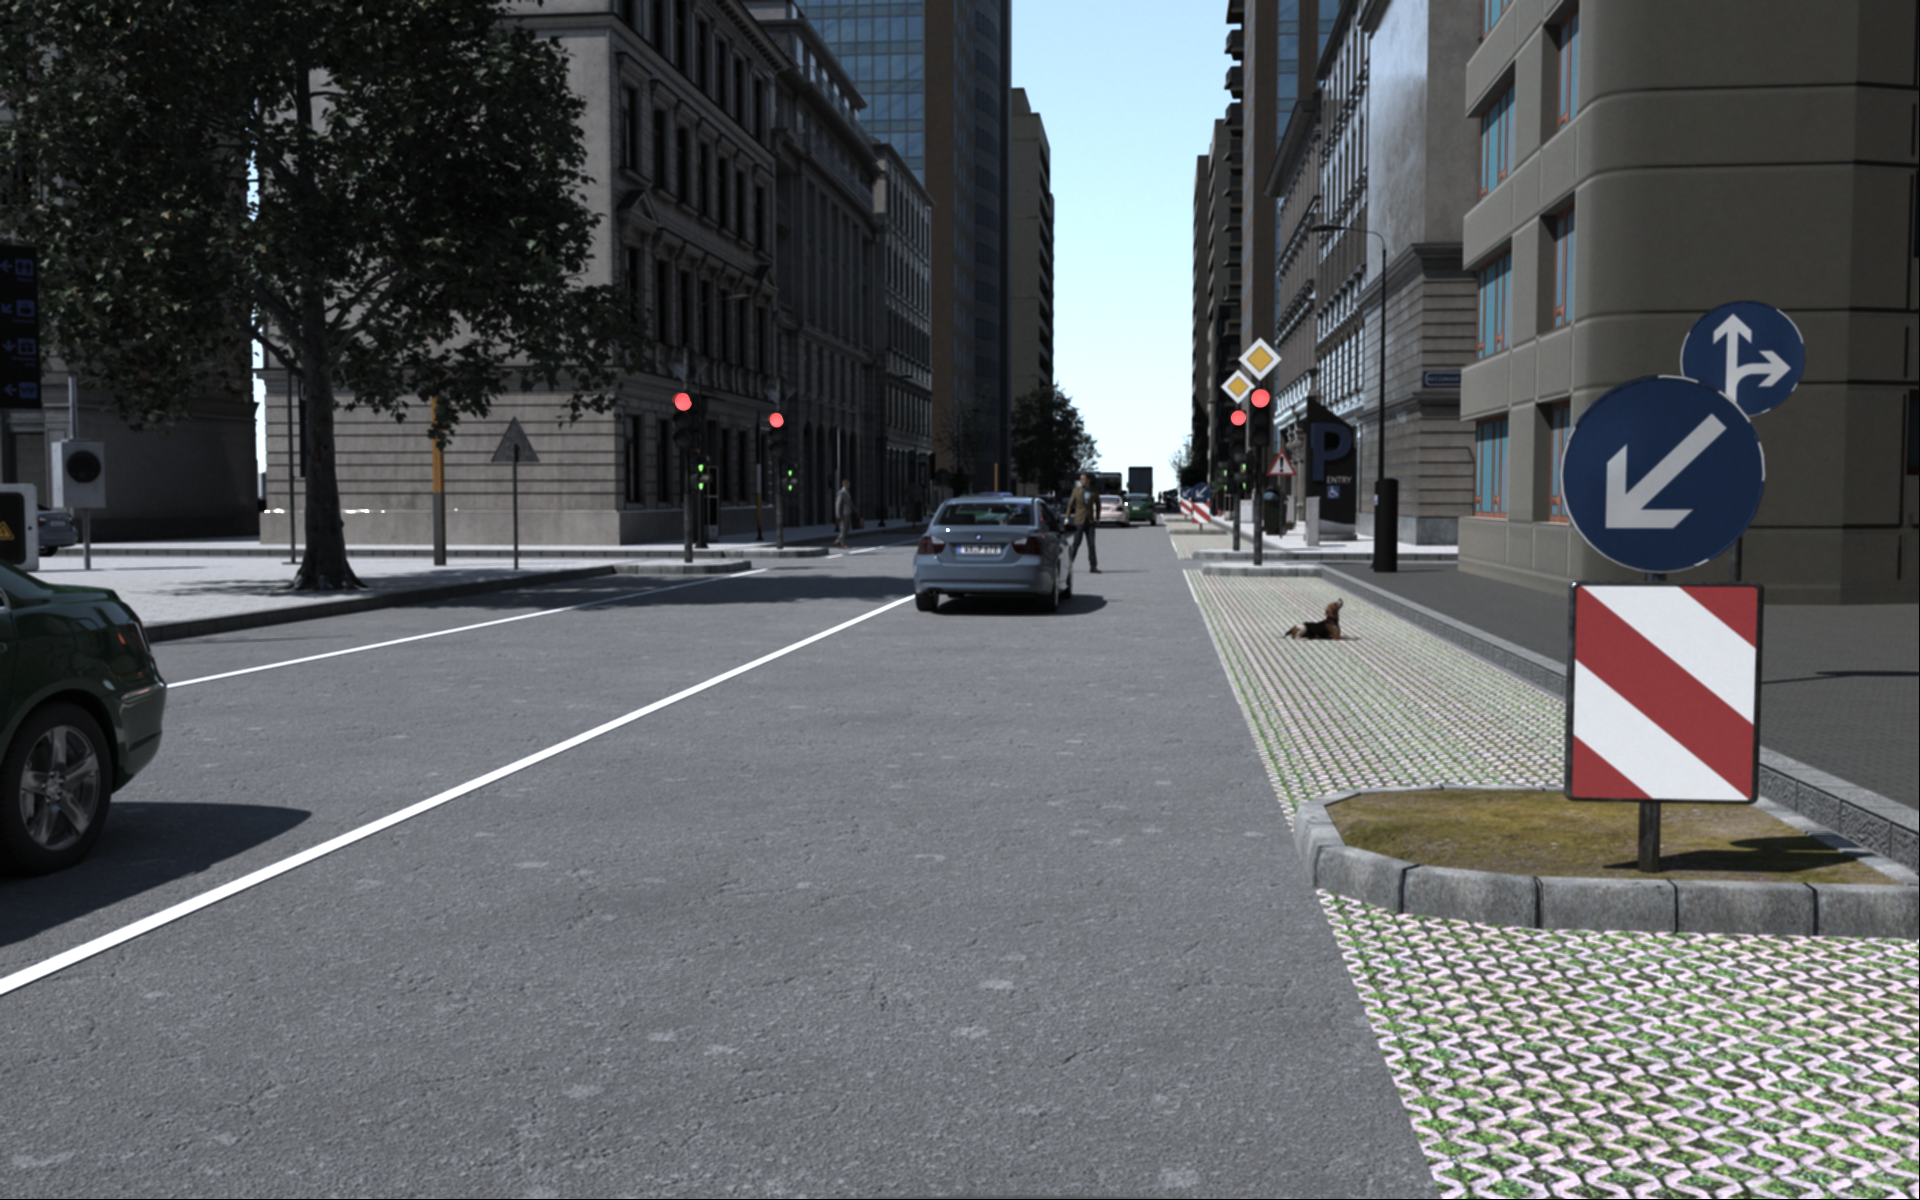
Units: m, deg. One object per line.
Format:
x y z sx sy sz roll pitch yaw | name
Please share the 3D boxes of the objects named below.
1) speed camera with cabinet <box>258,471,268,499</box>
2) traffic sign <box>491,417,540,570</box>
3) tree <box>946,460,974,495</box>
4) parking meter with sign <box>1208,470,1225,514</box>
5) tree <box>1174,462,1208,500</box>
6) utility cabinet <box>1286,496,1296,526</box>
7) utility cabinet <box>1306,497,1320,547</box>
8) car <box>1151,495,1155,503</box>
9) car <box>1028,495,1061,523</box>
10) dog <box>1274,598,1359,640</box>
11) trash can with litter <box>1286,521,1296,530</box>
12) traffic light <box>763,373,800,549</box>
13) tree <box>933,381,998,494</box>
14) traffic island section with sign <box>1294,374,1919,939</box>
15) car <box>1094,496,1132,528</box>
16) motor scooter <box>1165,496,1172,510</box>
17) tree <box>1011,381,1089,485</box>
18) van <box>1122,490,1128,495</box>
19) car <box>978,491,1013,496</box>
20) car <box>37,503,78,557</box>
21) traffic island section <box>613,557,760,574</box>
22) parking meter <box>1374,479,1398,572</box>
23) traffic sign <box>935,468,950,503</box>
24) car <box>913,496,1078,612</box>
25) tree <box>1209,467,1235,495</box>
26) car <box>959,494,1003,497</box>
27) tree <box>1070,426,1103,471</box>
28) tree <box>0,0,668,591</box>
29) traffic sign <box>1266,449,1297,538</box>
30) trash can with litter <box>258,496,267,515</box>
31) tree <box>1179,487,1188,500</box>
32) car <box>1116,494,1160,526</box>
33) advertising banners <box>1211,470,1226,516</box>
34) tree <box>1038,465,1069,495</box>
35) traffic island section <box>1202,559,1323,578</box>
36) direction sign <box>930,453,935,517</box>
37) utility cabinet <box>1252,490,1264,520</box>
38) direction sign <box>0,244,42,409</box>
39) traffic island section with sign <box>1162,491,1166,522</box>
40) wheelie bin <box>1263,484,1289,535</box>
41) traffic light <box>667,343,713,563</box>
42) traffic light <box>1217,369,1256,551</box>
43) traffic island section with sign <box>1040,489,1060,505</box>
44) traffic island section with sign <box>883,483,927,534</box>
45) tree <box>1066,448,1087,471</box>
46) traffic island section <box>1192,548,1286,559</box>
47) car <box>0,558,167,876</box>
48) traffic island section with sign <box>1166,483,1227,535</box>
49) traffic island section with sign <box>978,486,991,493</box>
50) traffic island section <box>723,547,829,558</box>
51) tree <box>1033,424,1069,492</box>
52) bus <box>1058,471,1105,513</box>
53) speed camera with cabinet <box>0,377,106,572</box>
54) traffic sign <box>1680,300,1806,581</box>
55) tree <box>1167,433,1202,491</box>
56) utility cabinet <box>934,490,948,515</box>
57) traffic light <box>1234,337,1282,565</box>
-27.810 -4.714 71.402 2.038 3.252 0.660 -3 4 -38 | speed camera with cabinet
-7.487 -1.782 29.147 0.884 2.594 0.081 1 4 12 | traffic sign
0.047 -6.377 98.861 1.663 3.219 1.824 0 3 0 | tree
16.581 -7.057 111.643 0.543 3.016 1.738 -2 4 -24 | parking meter with sign
23.312 -11.690 174.842 4.285 4.588 4.351 0 3 0 | tree
13.214 -3.648 70.803 1.020 1.237 0.306 2 4 24 | utility cabinet
8.658 -1.921 42.568 0.306 1.237 1.020 1 4 9 | utility cabinet
28.084 -14.992 257.691 1.945 1.354 3.894 0 4 7 | car
3.958 -4.453 84.812 2.014 1.417 4.499 0 4 8 | car
3.507 0.192 17.059 0.550 0.427 0.748 -3 5 -40 | dog
11.435 -3.091 61.933 1.055 1.170 0.624 0 4 -7 | trash can with litter
-4.169 -3.134 40.167 0.839 4.253 0.868 0 4 6 | traffic light
0.573 -9.724 109.347 4.360 8.622 3.978 0 3 0 | tree
2.319 0.126 6.567 1.989 1.847 2.006 0 4 6 | traffic island section with sign
6.319 -3.806 74.597 2.083 1.381 4.827 0 4 8 | car
17.967 -8.327 148.930 0.815 1.314 1.986 1 4 8 | motor scooter
9.422 -17.458 192.095 9.857 13.997 8.962 0 3 0 | tree
24.757 -15.956 265.262 2.240 2.365 5.245 0 4 7 | van
1.101 -2.804 55.439 1.945 1.707 3.694 0 4 4 | car
-22.050 -1.622 38.524 4.499 1.417 2.014 0 4 7 | car
-5.090 -0.617 32.370 2.009 0.180 2.903 0 4 6 | traffic island section
7.002 -1.227 28.466 0.372 1.533 0.369 0 3 0 | parking meter
-0.862 -5.239 85.765 0.768 2.556 0.104 1 4 13 | traffic sign
0.492 -0.637 22.419 2.014 1.417 4.499 0 4 7 | car
16.673 -7.000 109.043 1.663 3.219 1.824 0 3 0 | tree
0.587 -2.206 47.863 2.131 1.459 4.920 0 4 5 | car
17.957 -20.850 266.656 9.928 11.665 9.643 0 3 0 | tree
-8.724 -6.487 23.078 9.611 12.733 9.660 0 3 0 | tree
9.279 -3.058 50.008 0.884 2.594 0.081 1 4 12 | traffic sign
-22.764 -2.849 57.639 1.678 1.210 2.233 1 4 21 | trash can with litter
32.983 -15.725 251.699 1.663 3.219 1.824 0 3 0 | tree
8.075 -4.132 79.349 2.131 1.459 4.920 0 4 6 | car
14.907 -6.313 99.411 0.090 3.025 2.074 -1 4 -16 | advertising banners
12.128 -13.585 205.832 4.285 4.588 4.351 0 3 0 | tree
5.386 -0.546 31.204 2.009 0.180 2.903 0 4 6 | traffic island section
-1.496 -6.315 95.249 0.379 3.537 0.876 -1 4 -17 | direction sign
14.741 -4.649 84.691 1.173 1.500 0.318 -3 5 -40 | utility cabinet
-8.807 -1.450 15.704 0.876 3.537 0.379 -3 4 -38 | direction sign
11.467 -4.899 88.726 1.989 1.847 2.006 0 4 6 | traffic island section with sign
9.857 -2.827 54.128 0.693 1.594 0.980 1 4 23 | wheelie bin
-5.052 -2.649 32.231 0.839 4.253 0.868 0 4 6 | traffic light
6.230 -3.065 39.030 0.839 4.253 0.868 0 4 6 | traffic light
6.796 -7.979 139.088 1.989 1.847 2.006 0 4 6 | traffic island section with sign
-1.669 -3.327 63.022 1.989 1.847 2.006 0 4 6 | traffic island section with sign
14.803 -17.171 231.110 4.737 8.622 4.395 0 3 0 | tree
6.269 -1.031 39.140 2.009 0.180 2.903 0 4 6 | traffic island section
-4.466 0.396 5.326 2.131 1.459 4.920 0 4 7 | car
8.440 -3.235 61.524 1.989 1.847 2.006 0 4 6 | traffic island section with sign
1.302 -4.965 89.814 1.989 1.847 2.006 0 4 6 | traffic island section with sign
-4.207 -1.102 40.306 2.009 0.180 2.903 0 4 6 | traffic island section
9.369 -14.105 180.977 4.360 8.622 3.978 0 3 0 | tree
9.611 -8.556 134.757 2.948 3.499 13.247 0 4 8 | bus
-15.359 -2.104 28.733 2.038 3.252 0.660 -3 5 -43 | speed camera with cabinet
5.166 -0.698 11.511 0.768 2.556 0.104 1 4 13 | traffic sign
27.131 -15.713 207.261 4.360 8.622 3.978 0 3 0 | tree
-1.104 -5.721 102.220 0.318 1.500 1.173 2 4 28 | utility cabinet
5.347 -2.579 31.094 0.839 4.253 0.868 0 4 6 | traffic light
